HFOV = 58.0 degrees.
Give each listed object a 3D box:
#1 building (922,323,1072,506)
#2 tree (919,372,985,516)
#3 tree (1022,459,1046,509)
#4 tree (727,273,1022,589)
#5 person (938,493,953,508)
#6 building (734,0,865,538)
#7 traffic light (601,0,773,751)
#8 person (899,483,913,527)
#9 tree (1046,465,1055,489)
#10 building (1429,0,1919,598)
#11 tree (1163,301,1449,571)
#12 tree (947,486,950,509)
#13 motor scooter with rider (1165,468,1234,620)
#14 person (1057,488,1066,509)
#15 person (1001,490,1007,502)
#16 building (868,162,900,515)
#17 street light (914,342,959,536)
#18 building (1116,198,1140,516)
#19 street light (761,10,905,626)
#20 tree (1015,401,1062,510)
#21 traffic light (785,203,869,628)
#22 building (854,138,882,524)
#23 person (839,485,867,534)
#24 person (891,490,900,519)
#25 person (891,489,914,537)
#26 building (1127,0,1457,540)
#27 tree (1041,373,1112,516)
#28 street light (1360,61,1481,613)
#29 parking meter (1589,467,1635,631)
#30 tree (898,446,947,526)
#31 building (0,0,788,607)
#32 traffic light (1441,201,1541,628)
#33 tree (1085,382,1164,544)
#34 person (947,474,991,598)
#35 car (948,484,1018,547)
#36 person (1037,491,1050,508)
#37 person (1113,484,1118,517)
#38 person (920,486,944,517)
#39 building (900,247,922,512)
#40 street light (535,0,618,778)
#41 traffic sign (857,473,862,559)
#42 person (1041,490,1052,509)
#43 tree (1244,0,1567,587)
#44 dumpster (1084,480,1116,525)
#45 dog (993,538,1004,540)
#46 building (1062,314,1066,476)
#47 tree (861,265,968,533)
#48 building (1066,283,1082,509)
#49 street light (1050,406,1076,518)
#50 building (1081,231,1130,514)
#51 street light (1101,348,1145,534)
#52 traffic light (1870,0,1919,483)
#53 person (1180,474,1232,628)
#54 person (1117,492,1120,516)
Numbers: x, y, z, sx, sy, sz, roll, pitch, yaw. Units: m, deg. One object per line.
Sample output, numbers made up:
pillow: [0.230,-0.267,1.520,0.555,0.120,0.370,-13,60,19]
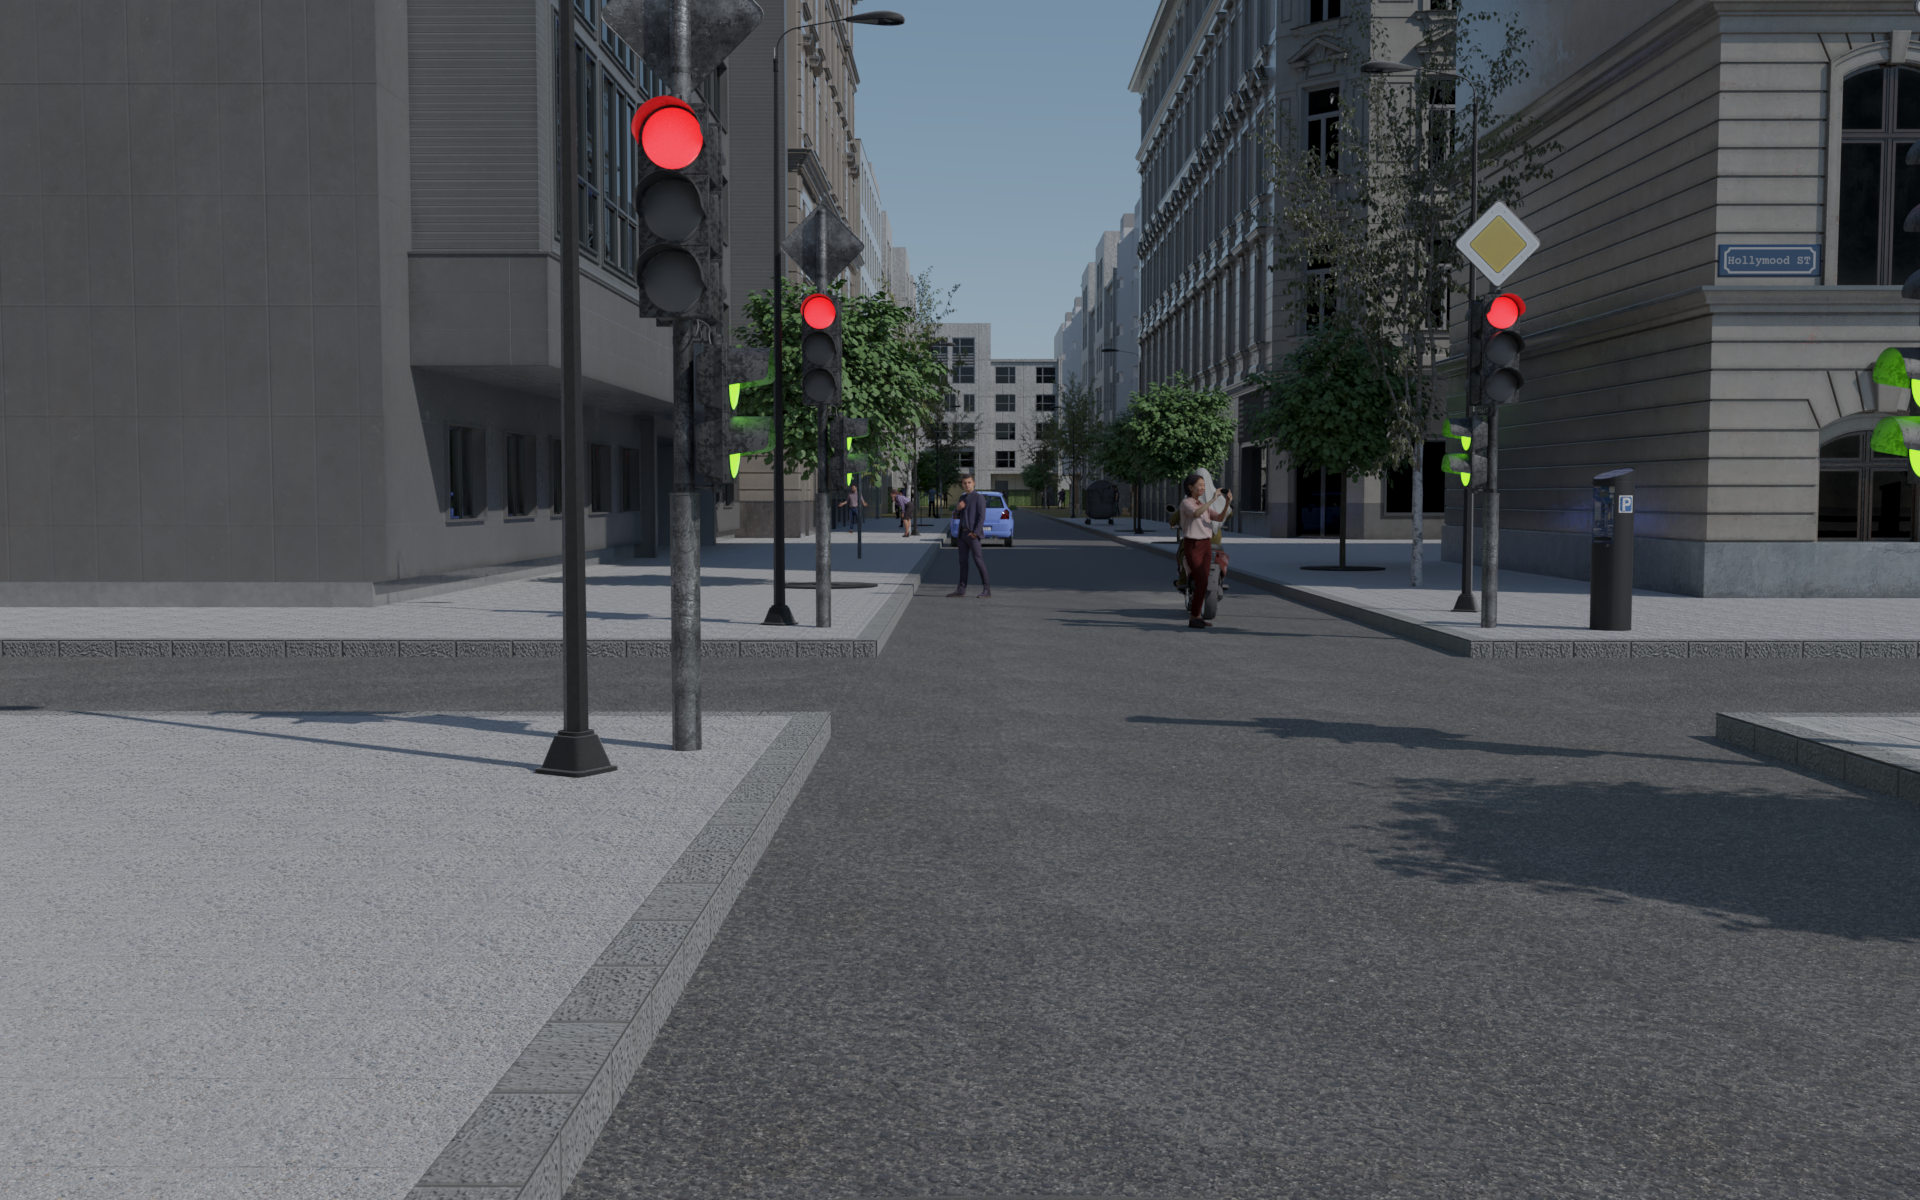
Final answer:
building: [10.549,-19.635,187.486,31.486,18.905,16.747,0,4,0]
tree: [-0.939,-9.266,101.853,4.360,8.622,3.978,0,3,0]
tree: [6.891,-10.412,153.945,4.285,4.588,4.351,0,3,0]
tree: [-1.826,-2.452,23.808,4.285,4.588,4.351,0,3,0]
person: [-1.293,-9.019,153.645,1.348,1.807,0.705,0,4,3]
building: [-10.180,-16.171,61.654,12.463,27.353,25.104,0,4,0]
traffic light: [-1.353,-1.183,8.582,0.839,4.213,0.868,0,4,0]
person: [-2.084,-3.669,66.855,0.655,1.722,0.431,0,4,-2]
tree: [6.073,-4.618,59.219,4.285,4.588,4.351,0,3,0]
building: [26.115,-12.631,25.594,34.723,24.649,14.460,0,4,0]
tree: [6.575,-2.789,29.307,4.285,4.588,4.351,0,3,0]
tree: [-1.520,-9.591,151.413,1.663,3.219,1.824,0,3,0]
motor scooter with rider: [2.872,-0.696,20.352,0.876,1.779,1.986,0,4,0]
person: [8.944,-8.896,151.936,0.568,1.767,0.683,2,4,28]
person: [2.805,-6.592,117.098,0.721,1.723,1.217,-2,4,-35]
building: [-12.977,-14.798,108.406,16.747,18.905,31.486,0,4,0]
street light: [-0.841,-4.930,53.155,1.470,5.913,1.316,0,4,0]
building: [17.491,-15.074,102.881,16.016,20.091,11.380,0,4,0]
street light: [-1.230,-2.708,16.814,1.470,5.913,1.316,0,4,0]
tree: [6.650,-11.377,136.383,4.360,8.622,3.978,0,3,0]
traffic light: [-1.296,-1.671,16.567,0.839,4.213,0.868,0,4,0]
building: [-9.387,-13.948,82.806,10.420,20.320,16.860,0,4,0]
person: [-3.422,-2.937,56.023,0.963,1.587,0.435,0,4,8]
person: [-3.329,-4.978,90.124,0.600,1.496,0.574,-2,4,-28]
person: [-1.700,-2.566,51.225,0.697,1.427,0.421,0,4,-6]
building: [17.107,-17.895,68.998,17.030,29.872,44.131,0,4,0]
tree: [7.129,-9.304,102.482,4.737,8.622,4.395,0,3,0]
street light: [4.990,-2.826,18.741,1.470,5.913,1.316,0,4,0]
parking meter: [6.154,-0.485,16.343,0.372,1.533,0.369,0,3,0]
tree: [-1.584,-4.596,69.745,1.663,3.219,1.824,0,3,0]
building: [-11.858,-13.131,33.756,14.314,24.678,30.058,0,4,0]
traffic light: [5.065,-1.669,16.538,0.839,4.213,0.868,0,4,0]
tree: [5.661,-3.754,45.085,4.285,4.588,4.351,0,3,0]
person: [0.131,-0.890,23.969,0.530,1.710,0.541,-2,4,-31]
car: [0.628,-2.356,48.118,1.945,1.707,3.694,0,4,2]
person: [7.652,-9.340,159.462,1.217,1.736,0.721,1,4,12]
person: [8.642,-5.556,96.902,0.705,1.822,1.348,-1,4,-8]
person: [-1.578,-5.564,97.007,1.348,1.826,0.705,0,4,-3]
building: [-12.146,-16.733,140.043,16.747,18.905,31.486,0,4,0]
street light: [-1.230,-2.157,7.812,1.470,5.913,1.316,0,4,0]
traffic sign: [-1.998,-2.096,34.369,0.768,2.556,0.104,0,4,8]
person: [7.246,-8.432,144.466,0.990,1.755,0.434,-1,4,-10]
tree: [6.103,-4.493,23.829,4.360,8.622,3.978,0,3,0]
dumpster: [5.839,-4.063,72.186,1.264,1.857,1.865,0,4,0]
dog: [1.342,-2.289,54.257,0.800,0.831,0.513,3,5,44]
building: [17.494,-18.498,158.861,16.016,20.091,11.380,0,4,0]
tree: [-1.708,-6.489,56.456,4.737,8.622,4.395,0,3,0]
building: [17.544,-17.745,146.549,16.016,20.091,11.380,0,4,0]
street light: [5.474,-7.287,91.682,1.470,5.913,1.316,0,4,0]
building: [18.116,-15.814,125.011,16.747,18.905,31.486,0,4,0]
street light: [5.200,-5.064,55.341,1.470,5.913,1.316,0,4,0]
traffic light: [5.008,-1.181,8.553,0.839,4.213,0.868,0,4,0]
person: [2.637,-0.531,18.645,0.517,1.644,0.566,0,4,-4]
person: [8.914,-5.665,99.589,0.530,1.710,0.541,-3,5,-44]
